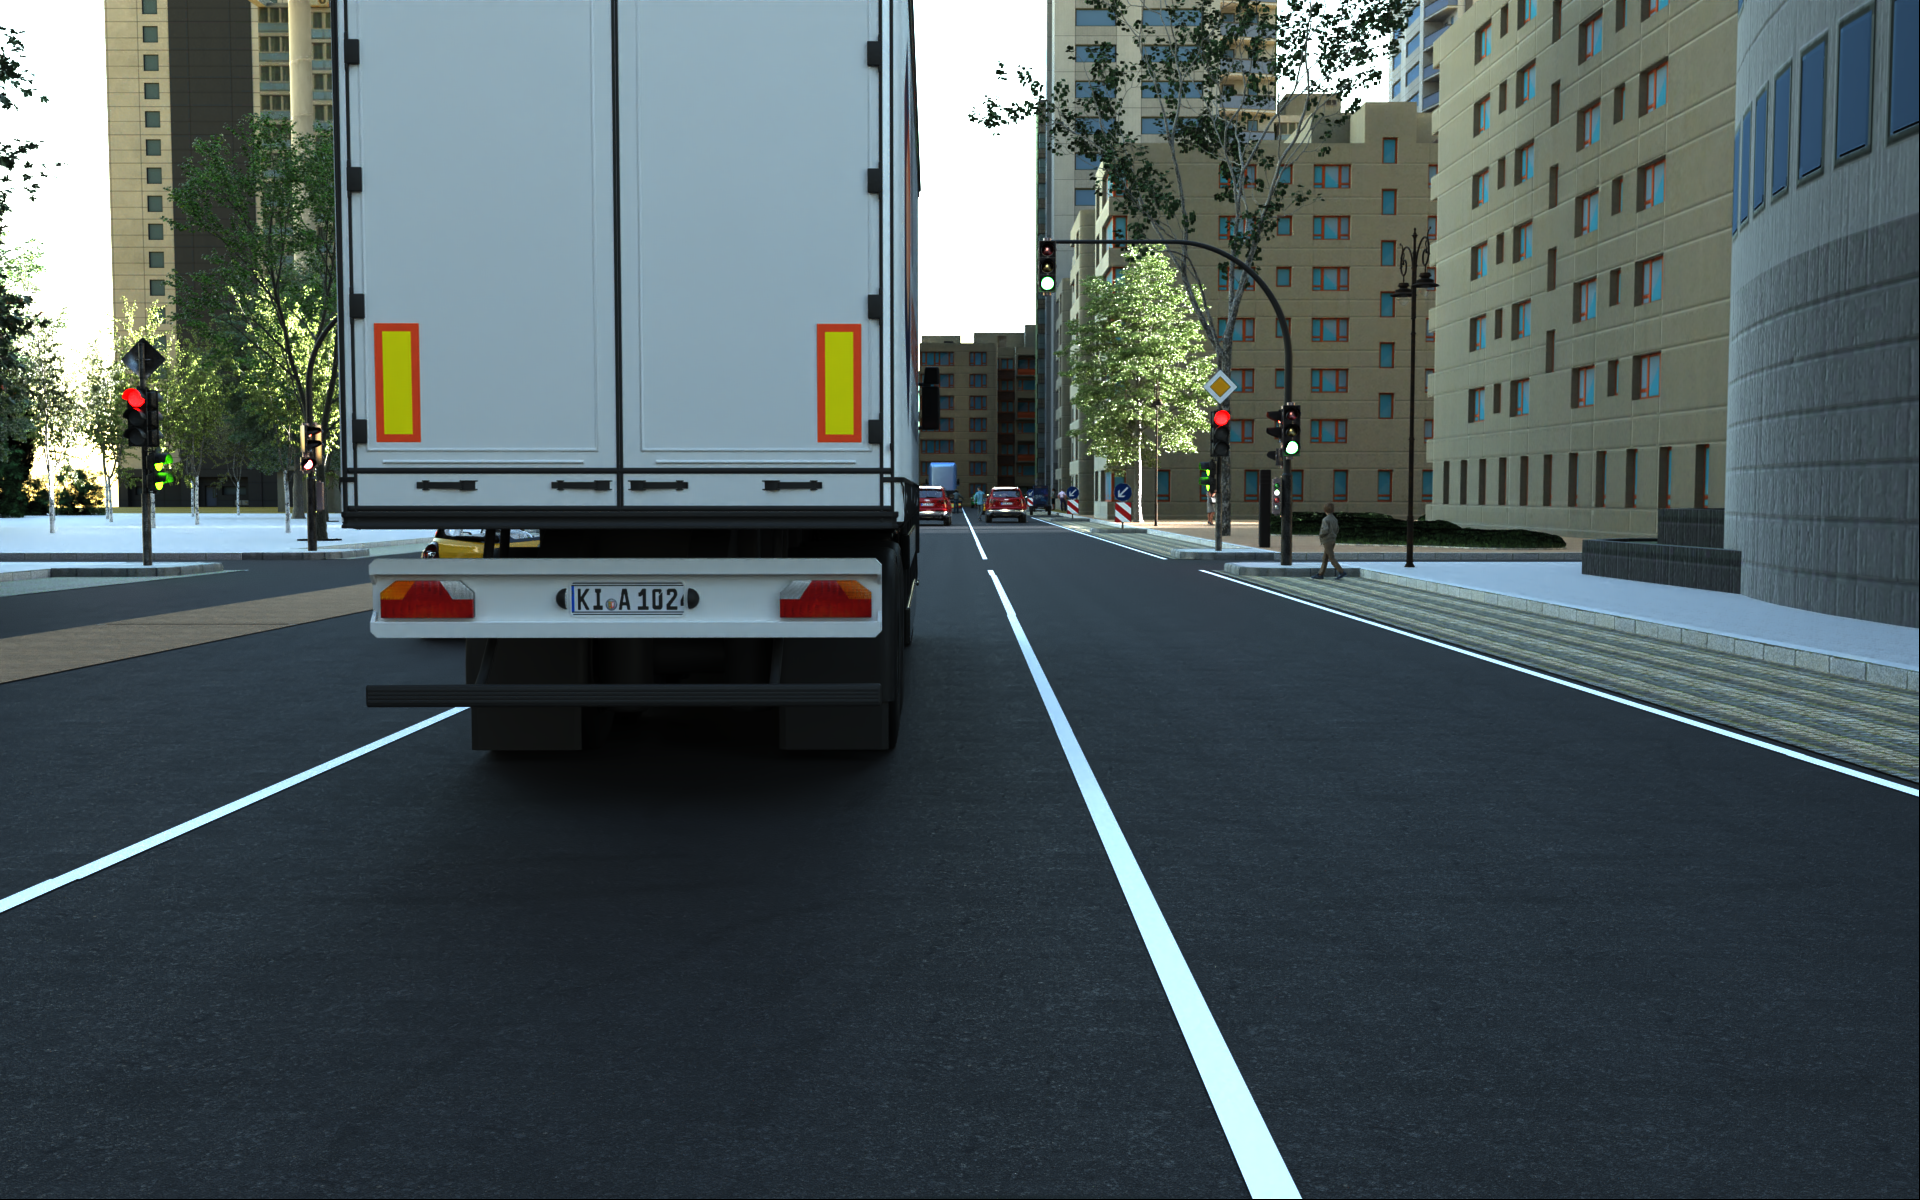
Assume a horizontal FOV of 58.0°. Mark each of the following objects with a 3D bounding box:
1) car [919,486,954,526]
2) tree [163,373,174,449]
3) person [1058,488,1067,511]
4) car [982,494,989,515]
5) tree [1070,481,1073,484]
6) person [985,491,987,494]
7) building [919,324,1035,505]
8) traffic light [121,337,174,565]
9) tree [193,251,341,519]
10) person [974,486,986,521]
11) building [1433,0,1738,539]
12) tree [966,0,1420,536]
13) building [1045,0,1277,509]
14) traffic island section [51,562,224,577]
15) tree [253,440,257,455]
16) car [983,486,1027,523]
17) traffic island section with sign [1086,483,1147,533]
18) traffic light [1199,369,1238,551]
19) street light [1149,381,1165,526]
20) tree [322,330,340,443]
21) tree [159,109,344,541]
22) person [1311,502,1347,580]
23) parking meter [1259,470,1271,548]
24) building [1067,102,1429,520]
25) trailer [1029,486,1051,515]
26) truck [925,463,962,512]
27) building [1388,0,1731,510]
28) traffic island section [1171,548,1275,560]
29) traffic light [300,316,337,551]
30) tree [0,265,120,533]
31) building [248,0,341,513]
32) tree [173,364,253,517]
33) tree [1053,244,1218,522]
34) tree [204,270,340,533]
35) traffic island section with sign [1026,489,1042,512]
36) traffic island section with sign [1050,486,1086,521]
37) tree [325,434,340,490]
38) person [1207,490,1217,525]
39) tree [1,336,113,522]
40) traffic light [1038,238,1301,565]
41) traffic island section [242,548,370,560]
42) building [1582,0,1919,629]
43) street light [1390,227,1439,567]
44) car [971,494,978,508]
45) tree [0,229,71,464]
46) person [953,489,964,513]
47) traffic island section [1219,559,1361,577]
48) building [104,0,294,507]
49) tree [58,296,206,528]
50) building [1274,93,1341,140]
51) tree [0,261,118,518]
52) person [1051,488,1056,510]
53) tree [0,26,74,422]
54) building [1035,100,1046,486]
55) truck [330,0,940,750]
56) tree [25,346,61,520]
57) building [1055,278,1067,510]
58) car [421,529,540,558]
[{"bbox_3d":[-1.429,-4.357,79.907,2.281,1.827,5.304,0,4,1],"label":"car"},{"bbox_3d":[-43.720,-8.483,89.066,4.360,8.622,3.978,0,3,0],"label":"tree"},{"bbox_3d":[7.628,-7.429,128.442,0.756,1.711,0.436,3,5,41],"label":"person"},{"bbox_3d":[2.326,-6.862,122.411,2.015,1.641,3.980,0,4,-1],"label":"car"},{"bbox_3d":[8.544,-7.503,117.271,1.663,3.219,1.824,0,3,0],"label":"tree"},{"bbox_3d":[2.951,-11.174,191.214,0.705,1.822,1.348,2,4,31],"label":"person"},{"bbox_3d":[9.746,-22.440,211.935,28.899,21.520,27.650,0,4,0],"label":"building"},{"bbox_3d":[-14.607,-2.577,31.060,0.839,4.253,0.868,0,4,0],"label":"traffic light"},{"bbox_3d":[-34.527,-11.215,90.019,9.857,13.997,8.962,0,3,0],"label":"tree"},{"bbox_3d":[1.033,-5.151,92.579,0.638,1.841,0.748,2,4,26],"label":"person"},{"bbox_3d":[32.569,-12.713,52.895,28.899,21.520,27.650,0,4,0],"label":"building"},{"bbox_3d":[7.070,-12.103,53.776,12.611,20.169,13.585,0,3,0],"label":"tree"},{"bbox_3d":[18.452,-37.863,161.065,21.231,58.520,28.212,0,4,0],"label":"building"},{"bbox_3d":[-14.647,-0.545,31.194,2.009,0.180,2.903,0,4,0],"label":"traffic island section"},{"bbox_3d":[-43.933,-9.471,105.220,4.360,8.622,3.978,0,3,0],"label":"tree"},{"bbox_3d":[2.310,-4.861,88.158,2.281,1.827,5.304,0,3,0],"label":"car"},{"bbox_3d":[5.827,-3.379,63.867,1.989,1.847,2.006,0,4,0],"label":"traffic island section with sign"},{"bbox_3d":[5.835,-3.070,39.110,0.839,4.253,0.868,0,4,0],"label":"traffic light"},{"bbox_3d":[7.878,-5.911,69.428,0.468,5.910,1.993,0,4,0],"label":"street light"},{"bbox_3d":[-34.953,-11.807,103.411,12.009,13.543,11.850,0,3,0],"label":"tree"},{"bbox_3d":[-17.607,-7.427,47.183,9.928,11.665,9.643,0,3,0],"label":"tree"},{"bbox_3d":[6.140,-0.982,28.830,0.640,1.303,0.475,2,4,27],"label":"person"},{"bbox_3d":[7.334,-2.200,41.680,0.255,1.863,0.399,0,4,6],"label":"parking meter"},{"bbox_3d":[21.130,-15.596,100.039,27.650,21.520,28.899,0,4,0],"label":"building"},{"bbox_3d":[5.457,-6.788,118.026,1.471,1.999,3.904,0,4,1],"label":"trailer"},{"bbox_3d":[-1.307,-9.309,141.966,2.967,4.110,18.799,0,4,-2],"label":"truck"},{"bbox_3d":[60.639,-38.963,179.042,28.212,58.520,21.231,0,4,0],"label":"building"},{"bbox_3d":[5.875,-1.036,39.224,2.009,0.180,2.903,0,4,0],"label":"traffic island section"},{"bbox_3d":[-12.535,-3.940,39.085,4.771,5.953,1.251,0,4,0],"label":"traffic light"},{"bbox_3d":[-29.665,-6.513,56.857,4.360,8.622,3.978,0,3,0],"label":"tree"},{"bbox_3d":[-32.813,-26.583,126.518,32.217,40.220,23.993,0,4,0],"label":"building"},{"bbox_3d":[-43.331,-9.036,98.099,4.360,8.622,3.978,0,3,0],"label":"tree"},{"bbox_3d":[8.075,-9.764,77.774,7.486,12.596,7.792,0,3,0],"label":"tree"},{"bbox_3d":[-22.210,-6.527,57.077,4.737,8.622,4.395,0,3,0],"label":"tree"},{"bbox_3d":[5.633,-8.095,140.978,1.989,1.847,2.006,0,4,0],"label":"traffic island section with sign"},{"bbox_3d":[5.753,-5.027,90.822,1.989,1.847,2.006,0,4,0],"label":"traffic island section with sign"},{"bbox_3d":[-40.068,-9.855,111.489,4.360,8.622,3.978,0,3,0],"label":"tree"},{"bbox_3d":[10.480,-3.996,71.732,0.532,1.782,0.716,1,4,10],"label":"person"},{"bbox_3d":[-44.049,-8.168,83.909,4.737,8.622,4.395,0,3,0],"label":"tree"},{"bbox_3d":[3.763,-3.444,30.979,4.771,5.953,1.251,0,4,0],"label":"traffic light"},{"bbox_3d":[-14.666,-1.034,39.179,2.009,0.180,2.903,0,4,0],"label":"traffic island section"},{"bbox_3d":[19.638,-28.933,15.051,21.231,58.520,28.212,0,4,0],"label":"building"},{"bbox_3d":[7.895,-3.513,30.232,0.468,5.910,1.993,0,4,0],"label":"street light"},{"bbox_3d":[2.036,-10.343,177.902,1.959,1.807,4.718,0,4,1],"label":"car"},{"bbox_3d":[-38.441,-9.613,63.822,9.857,13.997,8.962,0,3,0],"label":"tree"},{"bbox_3d":[-0.295,-7.326,128.357,1.350,1.814,0.705,-1,4,-16],"label":"person"},{"bbox_3d":[5.894,-0.548,31.239,2.009,0.180,2.903,0,4,0],"label":"traffic island section"},{"bbox_3d":[-72.727,-45.292,178.768,20.611,71.187,20.563,0,4,0],"label":"building"},{"bbox_3d":[-30.185,-7.008,64.944,4.737,8.622,4.395,0,3,0],"label":"tree"},{"bbox_3d":[34.470,-29.492,174.069,23.993,40.220,32.217,0,4,0],"label":"building"},{"bbox_3d":[-56.442,-12.019,98.334,13.155,14.587,18.604,-1,4,-14],"label":"tree"},{"bbox_3d":[7.371,-8.038,138.253,0.721,1.735,1.217,1,4,9],"label":"person"},{"bbox_3d":[-17.082,-6.535,23.852,9.611,12.733,9.660,0,3,0],"label":"tree"},{"bbox_3d":[14.904,-30.543,182.973,14.154,41.232,14.086,0,4,0],"label":"building"},{"bbox_3d":[-1.551,-1.472,12.986,2.839,4.237,11.283,0,4,-1],"label":"truck"},{"bbox_3d":[-38.676,-7.837,78.489,4.737,8.622,4.395,0,3,0],"label":"tree"},{"bbox_3d":[22.020,-17.627,133.237,27.650,21.520,28.899,0,4,0],"label":"building"},{"bbox_3d":[-4.581,-0.519,18.709,2.015,1.641,3.980,0,4,-2],"label":"car"}]
